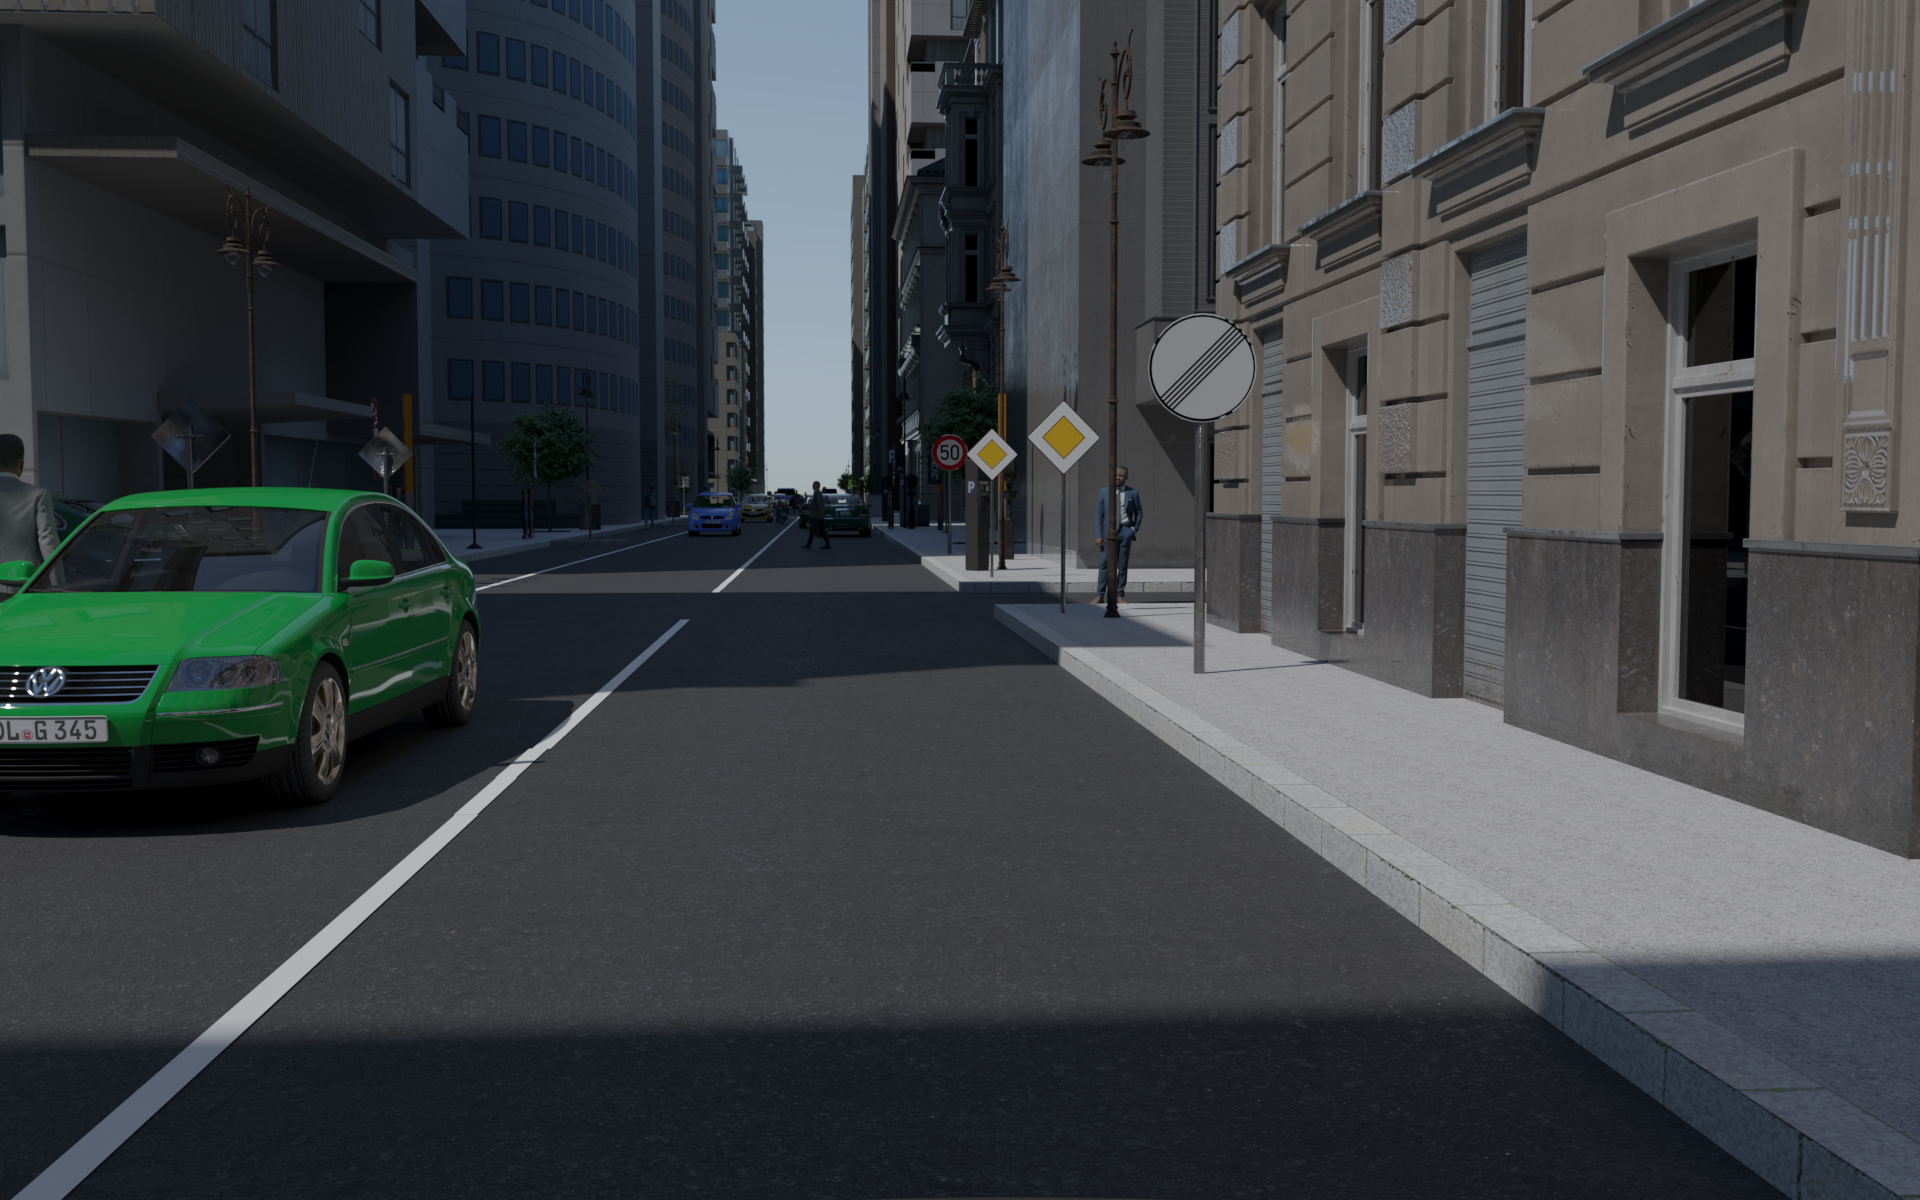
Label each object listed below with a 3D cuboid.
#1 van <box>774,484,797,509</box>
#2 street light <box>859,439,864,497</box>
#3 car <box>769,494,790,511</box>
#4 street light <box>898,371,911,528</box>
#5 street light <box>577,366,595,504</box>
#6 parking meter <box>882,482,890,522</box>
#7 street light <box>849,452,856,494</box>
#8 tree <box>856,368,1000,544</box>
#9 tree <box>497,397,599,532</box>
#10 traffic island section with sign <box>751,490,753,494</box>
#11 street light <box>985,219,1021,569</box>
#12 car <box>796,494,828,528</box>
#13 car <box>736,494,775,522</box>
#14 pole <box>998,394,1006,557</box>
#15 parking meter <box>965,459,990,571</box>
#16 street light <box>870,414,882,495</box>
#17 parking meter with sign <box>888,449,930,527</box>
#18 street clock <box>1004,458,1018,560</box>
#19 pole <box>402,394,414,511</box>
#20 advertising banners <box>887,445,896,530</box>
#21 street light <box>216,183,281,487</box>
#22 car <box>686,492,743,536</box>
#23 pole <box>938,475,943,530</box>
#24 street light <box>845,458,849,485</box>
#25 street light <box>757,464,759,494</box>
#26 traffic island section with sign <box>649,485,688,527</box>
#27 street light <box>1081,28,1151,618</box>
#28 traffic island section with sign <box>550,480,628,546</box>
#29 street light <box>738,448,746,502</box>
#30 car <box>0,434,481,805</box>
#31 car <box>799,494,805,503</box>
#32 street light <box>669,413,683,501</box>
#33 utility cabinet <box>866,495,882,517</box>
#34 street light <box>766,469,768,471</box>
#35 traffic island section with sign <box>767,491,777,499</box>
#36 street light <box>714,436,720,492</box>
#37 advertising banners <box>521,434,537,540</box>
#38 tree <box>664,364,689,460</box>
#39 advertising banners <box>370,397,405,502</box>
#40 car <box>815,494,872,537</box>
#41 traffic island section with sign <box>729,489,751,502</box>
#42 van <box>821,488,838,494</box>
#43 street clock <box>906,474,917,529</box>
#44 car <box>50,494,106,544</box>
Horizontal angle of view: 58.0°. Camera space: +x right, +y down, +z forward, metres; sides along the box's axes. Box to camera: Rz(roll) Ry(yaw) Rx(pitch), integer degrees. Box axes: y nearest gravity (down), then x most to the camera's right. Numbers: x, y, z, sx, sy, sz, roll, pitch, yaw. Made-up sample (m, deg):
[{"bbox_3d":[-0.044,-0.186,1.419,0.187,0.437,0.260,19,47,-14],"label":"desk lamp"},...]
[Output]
[{"bbox_3d":[-16.321,-9.704,163.041,2.240,2.365,5.245,0,4,-3],"label":"van"},{"bbox_3d":[-8.086,-10.346,141.947,0.468,5.910,1.993,0,4,-4],"label":"street light"},{"bbox_3d":[-15.429,-8.373,147.119,2.015,1.641,3.980,0,4,-4],"label":"car"},{"bbox_3d":[-2.080,-5.646,65.093,0.468,5.910,1.993,0,4,-4],"label":"street light"},{"bbox_3d":[-13.437,-5.484,62.449,0.468,5.910,1.993,0,4,-4],"label":"street light"},{"bbox_3d":[-3.458,-4.607,81.033,0.399,1.863,0.255,0,4,0],"label":"parking meter"},{"bbox_3d":[-11.569,-13.183,188.321,0.468,5.910,1.993,0,4,-4],"label":"street light"},{"bbox_3d":[0.448,-3.730,44.705,4.285,4.588,4.351,0,3,0],"label":"tree"},{"bbox_3d":[-13.969,-4.591,58.784,4.285,4.588,4.351,0,3,0],"label":"tree"},{"bbox_3d":[-18.466,-8.806,152.602,1.989,1.847,2.006,0,4,-4],"label":"traffic island section with sign"},{"bbox_3d":[0.717,-3.464,29.421,0.468,5.910,1.993,0,4,-4],"label":"street light"},{"bbox_3d":[-5.944,-3.808,74.063,2.131,1.459,4.920,0,4,-4],"label":"car"},{"bbox_3d":[-10.497,-4.810,88.873,2.015,1.641,3.980,0,4,-4],"label":"car"},{"bbox_3d":[0.860,-2.541,35.394,0.158,3.312,0.155,0,3,0],"label":"pole"},{"bbox_3d":[0.294,-1.422,28.961,0.255,1.863,0.399,-3,4,-39],"label":"parking meter"},{"bbox_3d":[-4.793,-7.819,100.633,0.468,5.910,1.993,0,4,-4],"label":"street light"},{"bbox_3d":[-1.971,-4.381,67.882,1.738,3.016,0.543,-3,5,-40],"label":"parking meter with sign"},{"bbox_3d":[0.963,-1.790,33.841,0.358,2.002,0.471,0,4,6],"label":"street clock"},{"bbox_3d":[-11.293,-2.545,35.449,0.158,3.312,0.155,0,3,0],"label":"pole"},{"bbox_3d":[-2.476,-4.070,62.734,0.090,3.025,2.074,-1,4,-9],"label":"advertising banners"},{"bbox_3d":[-10.684,-3.265,26.170,0.468,5.910,1.993,0,4,-4],"label":"street light"},{"bbox_3d":[-8.472,-3.079,59.925,1.945,1.707,3.694,0,4,-5],"label":"car"},{"bbox_3d":[-0.686,-4.106,60.981,0.158,3.312,0.155,0,3,0],"label":"pole"},{"bbox_3d":[-14.391,-15.356,223.852,0.468,5.910,1.993,0,4,-4],"label":"street light"},{"bbox_3d":[-25.718,-15.162,220.684,0.468,5.910,1.993,0,4,-4],"label":"street light"},{"bbox_3d":[-12.466,-4.089,75.480,1.989,1.847,2.006,0,4,-4],"label":"traffic island section with sign"},{"bbox_3d":[1.581,-2.755,17.830,0.468,5.910,1.993,0,4,-4],"label":"street light"},{"bbox_3d":[-10.380,-2.445,48.605,1.989,1.847,2.006,0,4,-4],"label":"traffic island section with sign"},{"bbox_3d":[-22.024,-12.306,173.991,0.468,5.910,1.993,0,4,-4],"label":"street light"},{"bbox_3d":[-3.868,-0.034,9.348,1.959,1.807,4.718,0,4,-3],"label":"car"},{"bbox_3d":[-22.783,-14.212,244.364,2.014,1.417,4.499,0,4,-4],"label":"car"},{"bbox_3d":[-16.286,-7.699,98.669,0.468,5.910,1.993,0,4,-4],"label":"street light"},{"bbox_3d":[-4.638,-5.153,95.405,1.020,1.237,0.306,0,4,-3],"label":"utility cabinet"},{"bbox_3d":[-28.639,-17.383,256.993,0.468,5.910,1.993,0,4,-4],"label":"street light"},{"bbox_3d":[-24.816,-13.806,234.350,1.989,1.847,2.006,0,4,-4],"label":"traffic island section with sign"},{"bbox_3d":[-19.364,-10.132,138.447,0.468,5.910,1.993,0,4,-4],"label":"street light"},{"bbox_3d":[-12.341,-3.274,49.715,0.090,3.025,2.074,0,4,-2],"label":"advertising banners"},{"bbox_3d":[-16.660,-8.779,93.894,4.360,8.622,3.978,0,3,0],"label":"tree"},{"bbox_3d":[-10.709,-2.215,32.401,0.090,3.025,2.074,0,4,-3],"label":"advertising banners"},{"bbox_3d":[-4.047,-2.920,59.535,2.131,1.459,4.920,0,4,-6],"label":"car"},{"bbox_3d":[-16.335,-7.138,125.337,1.989,1.847,2.006,0,4,-4],"label":"traffic island section with sign"},{"bbox_3d":[-14.273,-11.248,188.285,2.240,2.365,5.245,0,4,-6],"label":"van"},{"bbox_3d":[-1.774,-3.601,63.451,0.358,2.002,0.471,-2,4,-24],"label":"street clock"},{"bbox_3d":[-12.281,-0.617,21.884,4.920,1.459,2.131,0,4,-5],"label":"car"}]
